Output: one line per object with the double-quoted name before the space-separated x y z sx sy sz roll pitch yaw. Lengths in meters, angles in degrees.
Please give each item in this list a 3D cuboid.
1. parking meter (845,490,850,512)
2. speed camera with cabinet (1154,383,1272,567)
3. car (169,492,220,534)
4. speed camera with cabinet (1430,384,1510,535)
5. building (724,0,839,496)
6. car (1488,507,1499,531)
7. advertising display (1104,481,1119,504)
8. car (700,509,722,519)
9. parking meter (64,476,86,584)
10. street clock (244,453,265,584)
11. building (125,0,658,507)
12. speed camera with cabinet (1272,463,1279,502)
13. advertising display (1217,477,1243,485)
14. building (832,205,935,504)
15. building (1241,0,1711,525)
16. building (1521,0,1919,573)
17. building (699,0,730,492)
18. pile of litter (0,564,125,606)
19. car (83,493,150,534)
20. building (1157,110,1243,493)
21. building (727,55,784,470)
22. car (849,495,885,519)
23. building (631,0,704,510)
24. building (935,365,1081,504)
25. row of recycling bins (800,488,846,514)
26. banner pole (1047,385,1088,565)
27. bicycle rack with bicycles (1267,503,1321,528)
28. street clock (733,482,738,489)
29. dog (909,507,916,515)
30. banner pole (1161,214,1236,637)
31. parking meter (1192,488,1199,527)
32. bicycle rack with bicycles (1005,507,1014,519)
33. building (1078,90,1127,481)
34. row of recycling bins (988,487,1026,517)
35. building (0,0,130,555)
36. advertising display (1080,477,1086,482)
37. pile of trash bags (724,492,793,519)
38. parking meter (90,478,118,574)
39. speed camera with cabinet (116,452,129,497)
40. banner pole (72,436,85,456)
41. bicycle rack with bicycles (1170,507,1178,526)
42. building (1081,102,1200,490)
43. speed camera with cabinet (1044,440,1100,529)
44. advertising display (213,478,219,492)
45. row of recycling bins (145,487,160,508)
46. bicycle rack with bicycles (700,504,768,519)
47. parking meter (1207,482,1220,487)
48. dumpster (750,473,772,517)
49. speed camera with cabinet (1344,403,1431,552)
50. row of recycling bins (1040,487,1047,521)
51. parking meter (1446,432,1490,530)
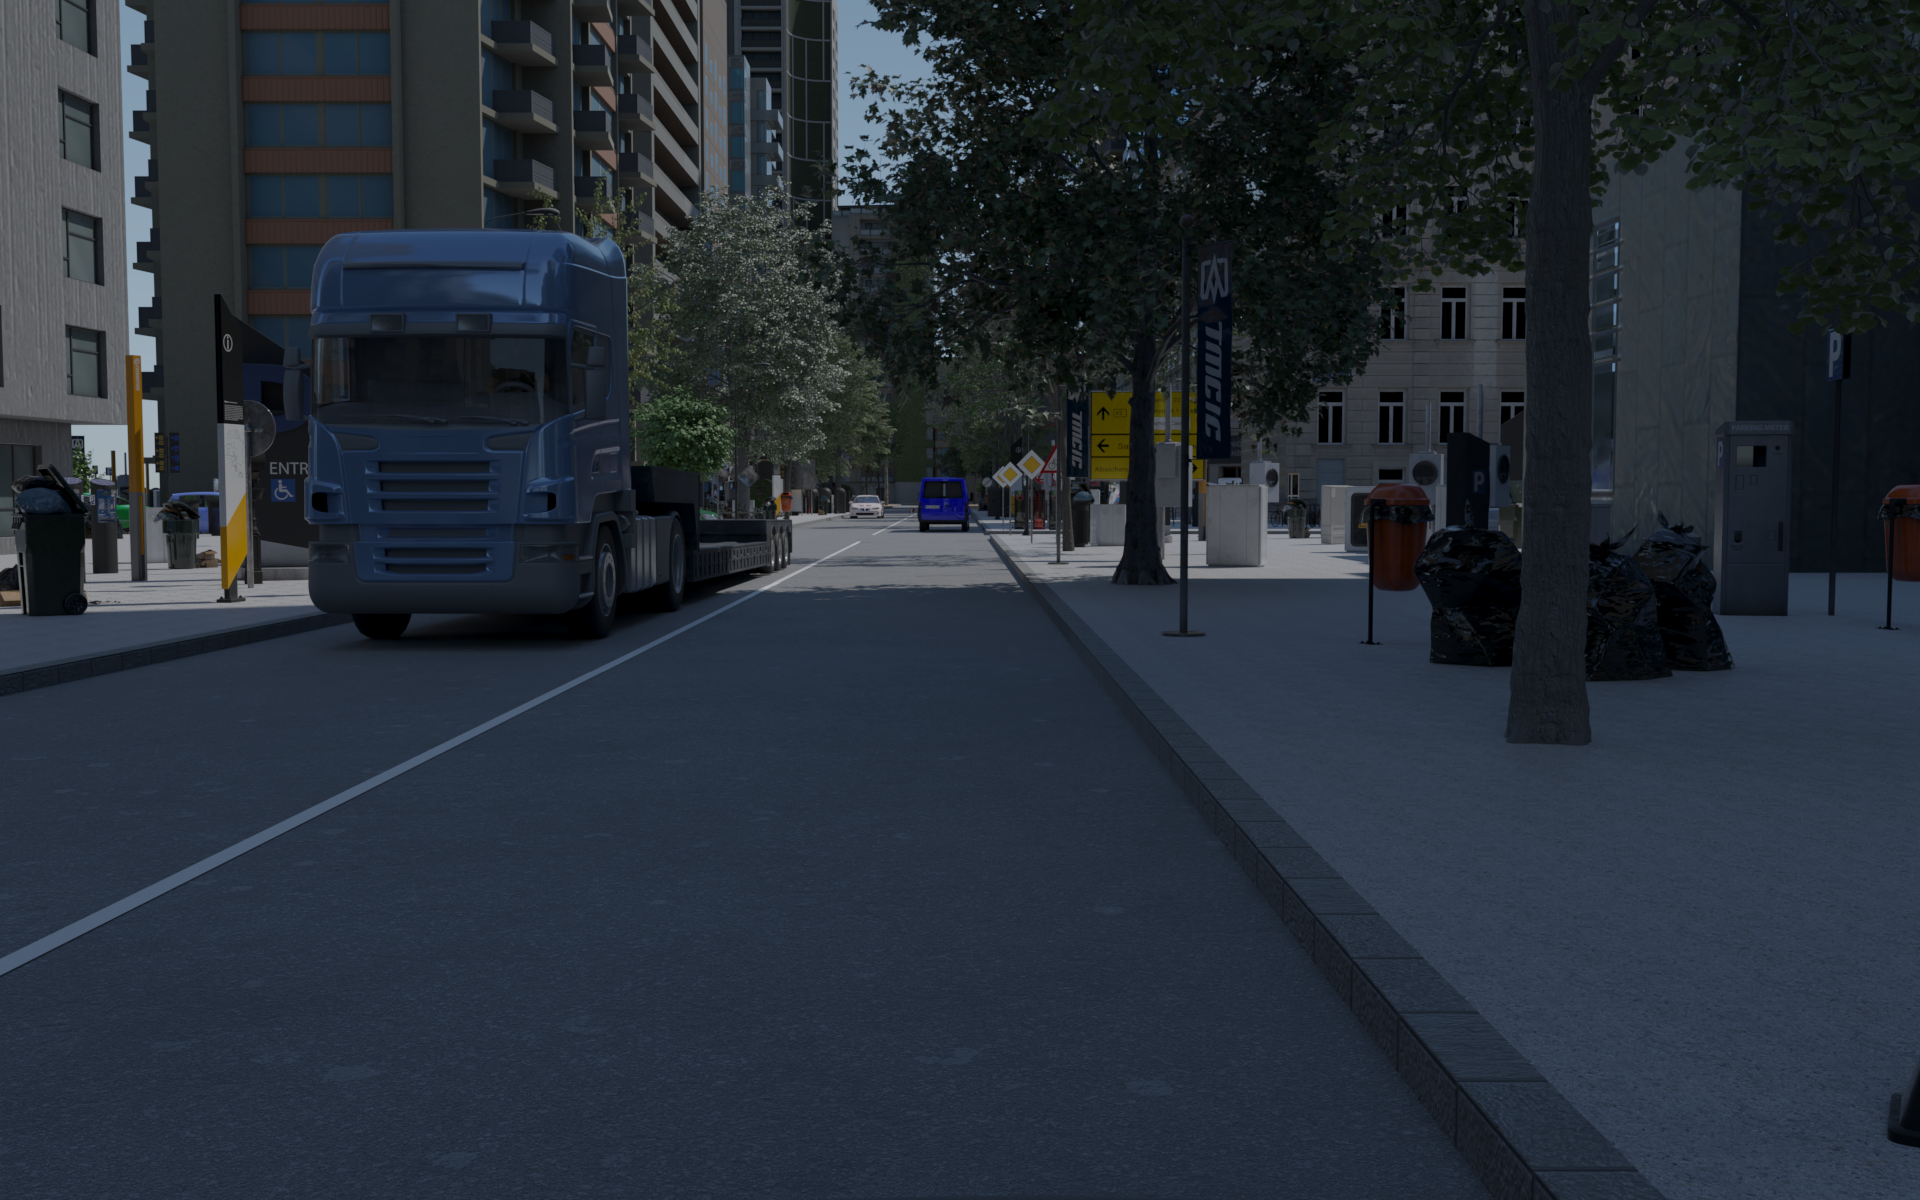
"parking meter" -7.851 -6.878 120.868 0.372 1.533 0.369 0 3 0
"speed camera with cabinet" 4.420 -2.233 30.847 2.038 3.252 0.660 1 4 22
"car" -23.963 -2.853 56.235 3.694 1.707 1.945 0 4 0
"speed camera with cabinet" 9.100 -2.221 30.651 0.660 3.252 2.038 3 4 38
"building" -27.723 -49.055 240.293 20.611 71.187 20.563 0 4 0
"car" 16.921 -2.819 58.090 4.499 1.417 2.014 0 4 1
"advertising display" 4.196 -2.597 47.682 0.123 1.923 0.974 2 4 25
"car" -10.411 -2.840 58.236 4.920 1.459 2.131 0 4 0
"parking meter" -12.735 -1.001 24.773 0.372 1.533 0.369 0 3 0
"street clock" -10.070 -1.227 24.627 0.471 2.002 0.358 3 5 44
"building" -27.324 -26.343 85.328 22.147 44.769 28.867 0 4 0
"speed camera with cabinet" 8.047 -3.294 48.186 2.038 3.252 0.660 -3 5 -42
"advertising display" 10.219 -3.691 65.566 0.974 1.923 0.123 1 4 19
"building" -10.366 -33.885 237.618 14.086 41.232 14.154 0 4 0
"building" 25.646 -17.123 77.231 25.104 27.353 12.463 0 4 0
"building" 23.731 -43.298 20.591 22.319 86.520 31.000 0 4 0
"building" -26.979 -30.157 143.171 14.600 45.320 14.200 0 4 0
"pile of litter" -10.769 -0.381 20.195 1.719 0.858 1.176 1 4 9
"car" -29.257 -2.964 57.263 4.718 1.807 1.959 0 4 0
"building" 21.588 -20.636 113.815 17.030 29.872 44.131 0 4 0
"building" -34.973 -34.856 189.512 30.456 49.044 23.786 0 4 0
"car" -5.462 -5.482 101.989 2.083 1.381 4.827 0 4 0
"building" -29.897 -30.255 118.378 21.300 48.544 21.600 0 4 0
"building" 11.110 -24.450 244.796 28.899 21.520 27.650 0 4 0
"row of recycling bins" -9.209 -6.521 113.725 3.534 1.692 1.069 1 4 8
"banner pole" 2.005 -2.546 31.643 0.863 3.779 0.401 -2 4 -27
"bicycle rack with bicycles" 13.189 -3.298 67.308 2.852 0.926 2.925 2 4 35
"street clock" -11.461 -5.183 89.312 0.471 2.002 0.358 2 4 35
"dog" -3.314 -6.161 120.016 0.406 0.507 0.540 1 4 9
"banner pole" 2.151 -1.554 15.418 0.401 3.779 0.863 -2 4 -32
"parking meter" 9.271 -3.634 67.824 0.372 1.533 0.369 0 3 0
"bicycle rack with bicycles" 3.633 -4.731 90.733 2.852 0.926 2.925 -2 4 -34
"building" 23.669 -32.538 186.625 22.147 44.769 28.867 0 4 0
"row of recycling bins" 2.781 -5.682 100.009 1.069 1.692 3.534 2 4 33
"building" -26.102 -16.123 35.320 14.107 30.474 14.160 0 4 0
"advertising display" 4.773 -3.807 67.461 0.123 1.923 0.974 0 4 -2
"pile of trash bags" -9.606 -4.416 81.960 3.447 1.369 1.912 0 4 4
"parking meter" -13.824 -1.197 27.977 0.372 1.533 0.369 0 3 0
"speed camera with cabinet" -40.188 -5.406 82.724 0.660 3.252 2.038 -3 4 -38
"banner pole" -33.292 -4.591 65.081 0.863 3.779 0.401 -1 4 -22
"bicycle rack with bicycles" 7.280 -3.461 69.973 2.925 0.926 2.852 -1 4 -14
"building" 23.339 -51.542 155.381 22.319 86.520 31.000 0 4 0
"speed camera with cabinet" 4.119 -4.246 63.750 2.038 3.252 0.660 1 4 9
"advertising display" -30.047 -3.973 70.178 0.123 1.923 0.974 -3 4 -37
"row of recycling bins" -61.992 -7.671 132.534 3.534 1.692 1.069 0 4 5
"bicycle rack with bicycles" -8.529 -3.155 64.958 2.925 0.926 2.852 -1 4 -12
"parking meter" 5.450 -1.748 36.998 0.372 1.533 0.369 0 3 0
"dumpster" -9.066 -4.698 79.305 1.502 2.255 1.985 0 4 0
"speed camera with cabinet" 9.524 -2.670 37.996 2.038 3.252 0.660 1 4 22
"row of recycling bins" 5.123 -5.326 94.196 1.069 1.692 3.534 1 4 23
"parking meter" 4.858 -0.665 16.579 0.399 1.863 0.255 -3 4 -39
